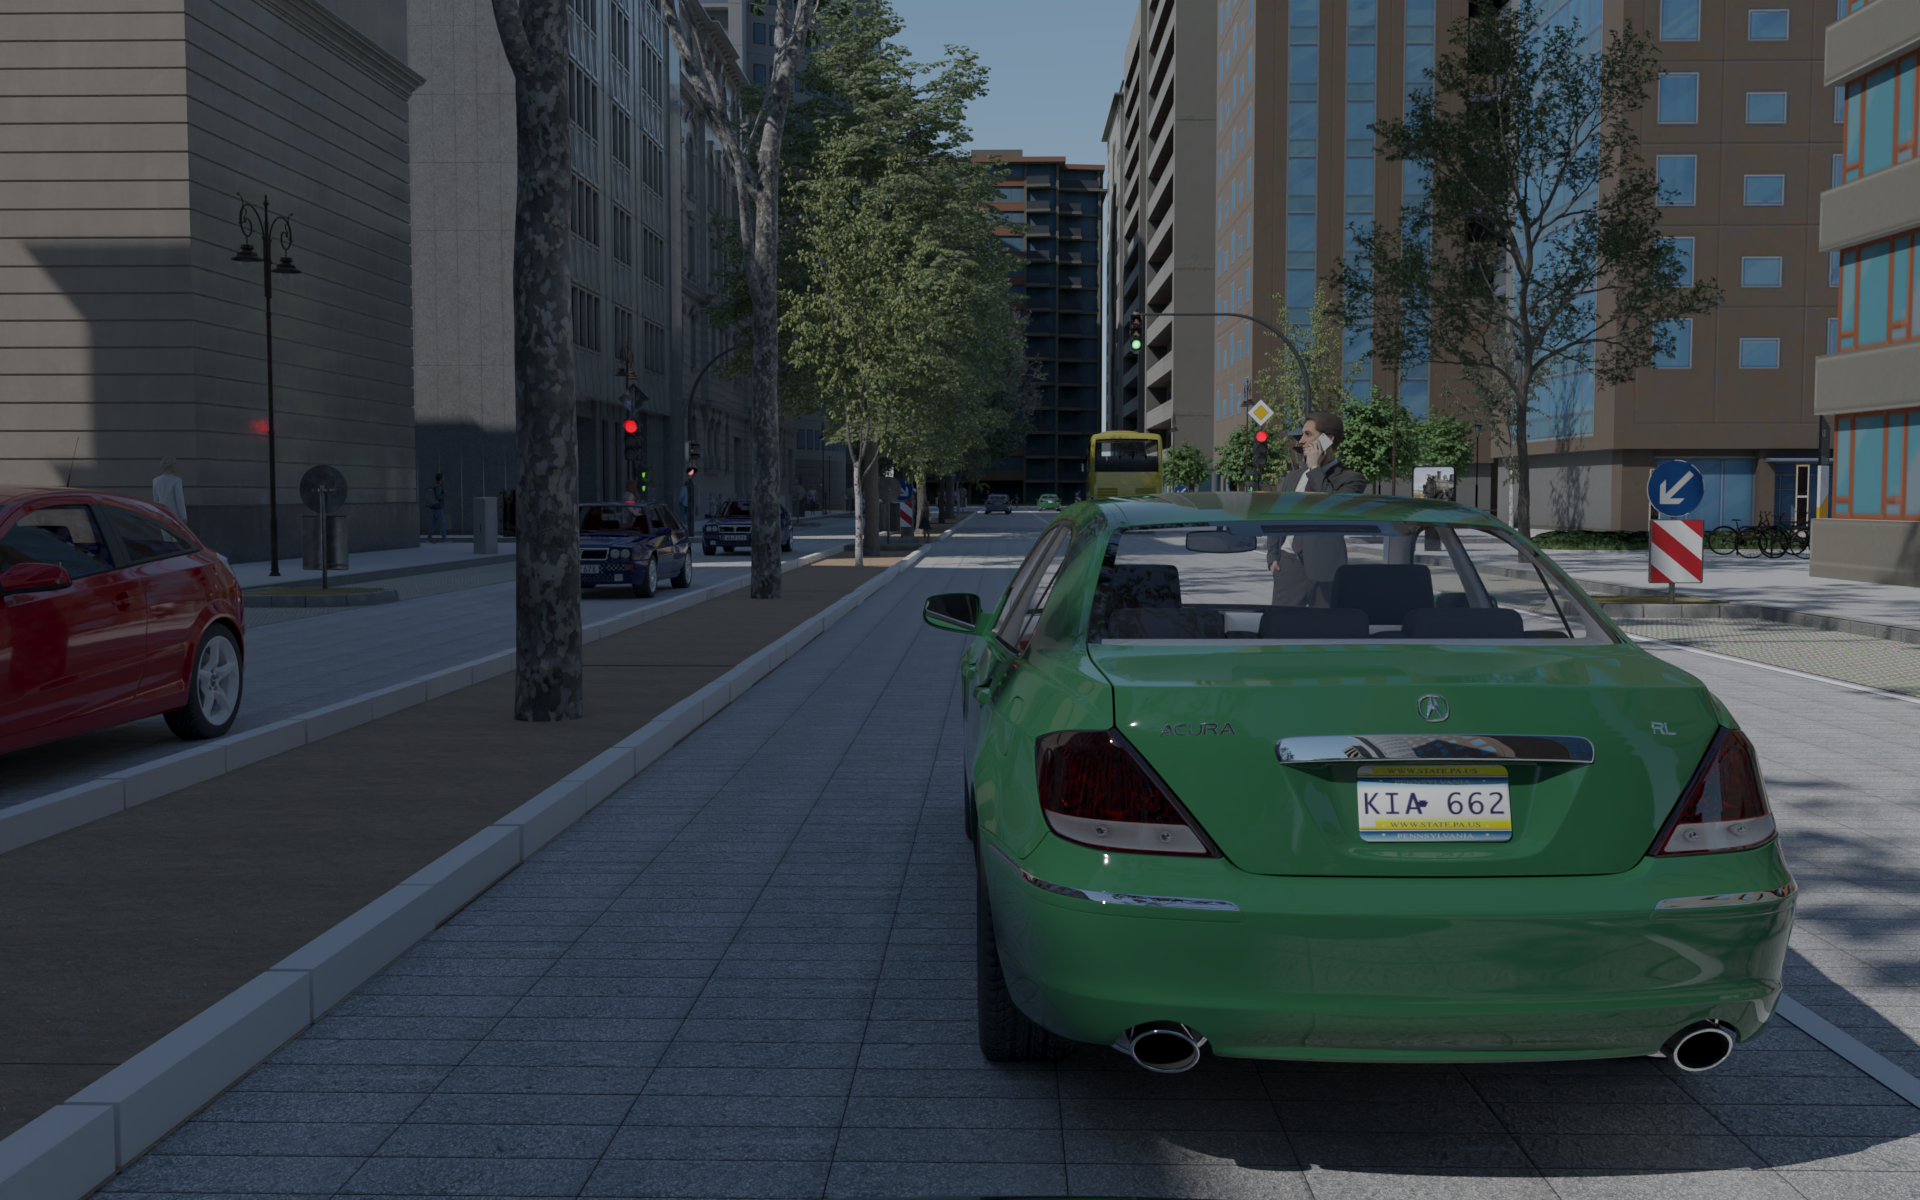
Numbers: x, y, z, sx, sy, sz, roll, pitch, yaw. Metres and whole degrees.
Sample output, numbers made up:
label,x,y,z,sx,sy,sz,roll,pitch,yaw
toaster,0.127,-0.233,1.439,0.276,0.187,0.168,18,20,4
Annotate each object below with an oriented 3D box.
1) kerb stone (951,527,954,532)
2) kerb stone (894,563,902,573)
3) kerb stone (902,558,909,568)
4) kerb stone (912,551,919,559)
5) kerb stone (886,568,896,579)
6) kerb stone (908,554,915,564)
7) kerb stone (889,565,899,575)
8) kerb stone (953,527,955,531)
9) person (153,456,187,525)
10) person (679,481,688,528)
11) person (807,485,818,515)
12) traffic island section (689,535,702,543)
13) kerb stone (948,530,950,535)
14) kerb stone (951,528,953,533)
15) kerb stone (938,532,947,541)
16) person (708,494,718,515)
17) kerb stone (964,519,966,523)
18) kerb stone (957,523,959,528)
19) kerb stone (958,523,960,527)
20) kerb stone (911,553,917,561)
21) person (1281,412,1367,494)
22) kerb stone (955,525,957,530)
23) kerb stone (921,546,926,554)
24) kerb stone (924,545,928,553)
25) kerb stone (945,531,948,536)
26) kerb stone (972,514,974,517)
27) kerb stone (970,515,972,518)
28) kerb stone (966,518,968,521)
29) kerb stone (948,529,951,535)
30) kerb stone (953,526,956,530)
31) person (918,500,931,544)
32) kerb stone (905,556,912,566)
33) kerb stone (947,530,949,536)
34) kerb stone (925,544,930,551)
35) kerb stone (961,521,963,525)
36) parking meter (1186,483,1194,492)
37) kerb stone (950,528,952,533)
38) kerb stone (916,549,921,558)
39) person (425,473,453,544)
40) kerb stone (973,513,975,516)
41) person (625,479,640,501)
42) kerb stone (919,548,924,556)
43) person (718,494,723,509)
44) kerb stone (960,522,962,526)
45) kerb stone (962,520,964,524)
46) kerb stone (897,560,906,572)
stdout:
label,x,y,z,sx,sy,sz,roll,pitch,yaw
kerb stone,-0.379,-2.443,62.134,0.120,0.150,1.000,0,4,1
kerb stone,-1.172,-0.524,30.832,0.120,0.150,1.000,0,4,1
kerb stone,-1.104,-0.653,32.875,0.120,0.150,1.000,0,4,1
kerb stone,-1.008,-0.900,36.973,0.120,0.150,1.000,0,4,1
kerb stone,-1.203,-0.396,28.786,0.120,0.150,1.000,0,4,1
kerb stone,-1.054,-0.779,34.927,0.120,0.150,1.000,0,4,1
kerb stone,-1.187,-0.462,29.807,0.120,0.150,1.000,0,4,1
kerb stone,-0.358,-2.506,63.163,0.120,0.150,1.000,0,4,1
person,-11.662,-1.201,25.556,0.514,1.842,0.818,0,4,-8
person,-10.408,-3.630,65.660,0.793,1.790,0.793,0,4,-1
person,-9.213,-6.242,107.953,0.661,1.843,0.795,-1,4,-11
traffic island section,-8.096,-1.820,52.035,2.009,0.180,2.903,0,4,1
kerb stone,-0.484,-2.192,58.026,0.120,0.150,1.000,0,4,1
kerb stone,-0.399,-2.379,61.107,0.120,0.150,1.000,0,4,1
kerb stone,-0.554,-2.001,54.947,0.120,0.150,1.000,0,4,1
person,-10.641,-3.934,74.649,0.425,1.301,0.394,-1,4,-8
kerb stone,0.082,-3.570,80.587,0.120,0.150,1.000,0,4,1
kerb stone,-0.206,-2.882,69.311,0.120,0.150,1.000,0,4,1
kerb stone,-0.176,-2.944,70.333,0.120,0.150,1.000,0,4,1
kerb stone,-1.029,-0.841,35.948,0.120,0.150,1.000,0,4,1
person,2.007,-0.133,10.043,0.648,1.900,0.474,2,4,33
kerb stone,-0.278,-2.694,66.235,0.120,0.150,1.000,0,4,1
kerb stone,-0.928,-1.092,40.044,0.120,0.150,1.000,0,4,1
kerb stone,-0.909,-1.154,41.067,0.120,0.150,1.000,0,4,1
kerb stone,-0.544,-2.063,55.972,0.120,0.150,1.000,0,4,1
kerb stone,0.584,-4.827,101.116,0.120,0.150,1.000,0,4,1
kerb stone,0.453,-4.513,95.984,0.120,0.150,1.000,0,4,1
kerb stone,0.183,-3.822,84.685,0.120,0.150,1.000,0,4,1
kerb stone,-0.458,-2.254,59.050,0.120,0.150,1.000,0,4,1
kerb stone,-0.330,-2.568,64.187,0.120,0.150,1.000,0,4,1
person,-1.030,-2.246,49.887,0.362,1.253,0.373,-3,5,-43
kerb stone,-1.079,-0.716,33.900,0.120,0.150,1.000,0,4,1
kerb stone,-0.506,-2.129,57.004,0.120,0.150,1.000,0,4,1
kerb stone,-0.876,-1.217,42.098,0.120,0.150,1.000,0,4,1
kerb stone,-0.050,-3.258,75.458,0.120,0.150,1.000,0,4,1
parking meter,11.688,-5.036,88.051,0.399,1.863,0.255,-2,4,-35
kerb stone,-0.434,-2.314,60.082,0.120,0.150,1.000,0,4,1
kerb stone,-0.986,-0.966,37.995,0.120,0.150,1.000,0,4,1
person,-13.363,-2.348,44.415,0.713,1.824,0.794,-1,4,-12
kerb stone,0.667,-5.015,104.191,0.120,0.150,1.000,0,4,1
person,-7.249,-1.765,37.951,0.643,1.750,0.593,-1,4,-20
kerb stone,-0.954,-1.027,39.016,0.120,0.150,1.000,0,4,1
person,-10.662,-4.088,77.158,0.640,1.303,0.475,0,4,3
kerb stone,-0.099,-3.132,73.404,0.120,0.150,1.000,0,4,1
kerb stone,0.002,-3.383,77.507,0.120,0.150,1.000,0,4,1
kerb stone,-1.127,-0.591,31.854,0.120,0.150,1.000,0,4,1
